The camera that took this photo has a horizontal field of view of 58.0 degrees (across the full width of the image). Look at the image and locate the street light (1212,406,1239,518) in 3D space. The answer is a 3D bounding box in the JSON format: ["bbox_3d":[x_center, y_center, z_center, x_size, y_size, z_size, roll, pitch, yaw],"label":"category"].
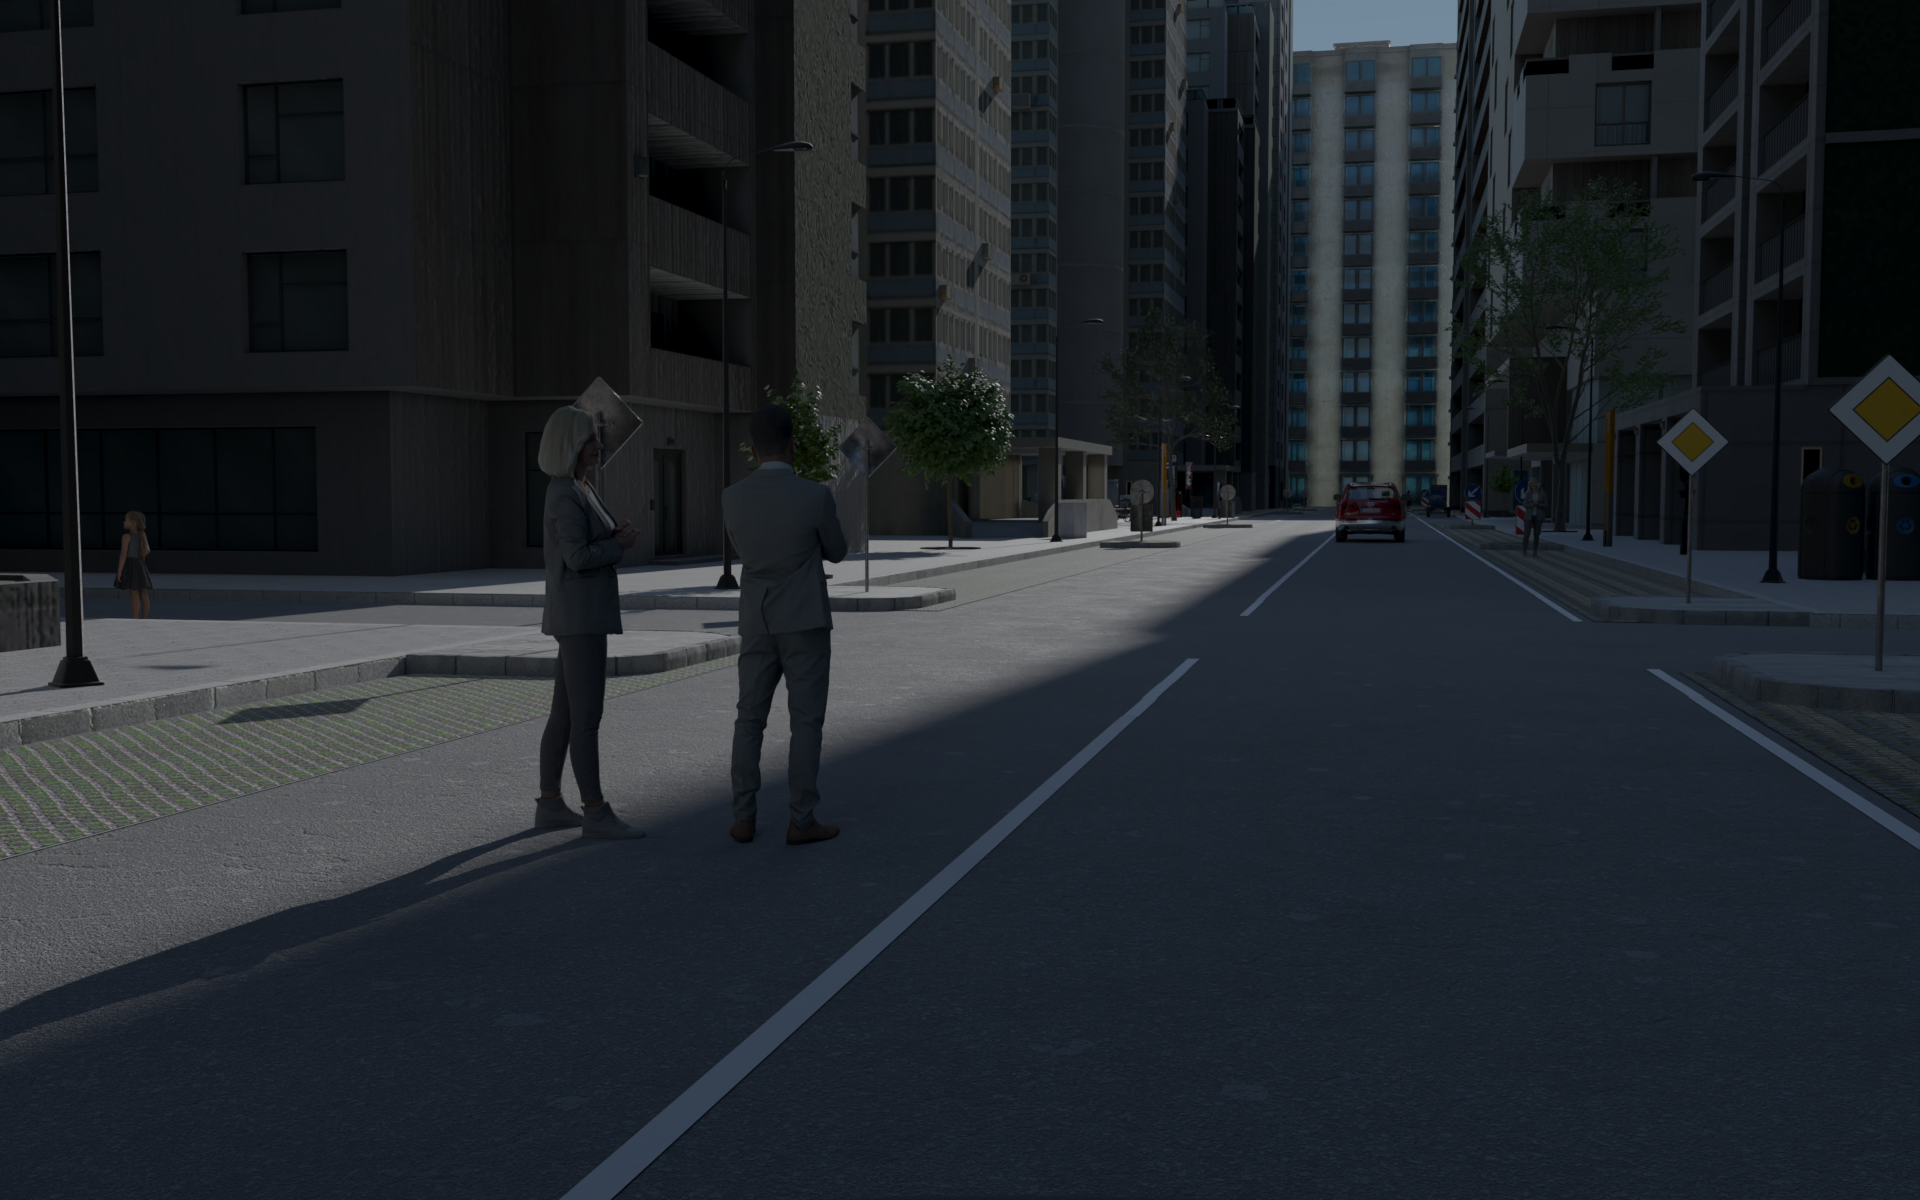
[{"bbox_3d":[14.017,-7.275,91.487,1.470,5.913,1.316,1,4,14],"label":"street light"}]

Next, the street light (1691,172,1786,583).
[{"bbox_3d":[11.230,-3.209,25.008,1.470,5.913,1.316,1,4,14],"label":"street light"}]

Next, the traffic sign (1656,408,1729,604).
[{"bbox_3d":[8.542,-1.016,20.257,0.795,2.450,0.064,1,4,14],"label":"traffic sign"}]

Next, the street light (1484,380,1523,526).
[{"bbox_3d":[22.212,-5.978,70.276,1.470,5.913,1.316,1,4,14],"label":"street light"}]

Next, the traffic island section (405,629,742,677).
[{"bbox_3d":[-3.123,0.449,14.942,2.009,0.180,2.903,1,4,14],"label":"traffic island section"}]

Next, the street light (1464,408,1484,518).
[{"bbox_3d":[27.732,-7.362,92.903,1.470,5.913,1.316,1,4,14],"label":"street light"}]

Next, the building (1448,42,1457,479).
[{"bbox_3d":[54.113,-30.270,149.540,22.147,44.769,28.867,1,4,14],"label":"building"}]

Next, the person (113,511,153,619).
[{"bbox_3d":[-8.781,-0.317,18.359,0.373,1.253,0.362,1,4,17],"label":"person"}]

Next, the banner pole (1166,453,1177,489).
[{"bbox_3d":[11.112,-6.226,91.812,0.863,3.779,0.401,1,4,16],"label":"banner pole"}]

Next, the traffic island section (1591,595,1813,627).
[{"bbox_3d":[8.566,0.119,20.328,2.009,0.180,2.903,1,4,14],"label":"traffic island section"}]

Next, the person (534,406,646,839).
[{"bbox_3d":[-1.564,0.079,7.394,0.526,1.800,0.537,0,4,3],"label":"person"}]

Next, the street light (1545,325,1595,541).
[{"bbox_3d":[16.761,-4.593,47.632,1.470,5.913,1.316,1,4,14],"label":"street light"}]

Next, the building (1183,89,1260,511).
[{"bbox_3d":[14.420,-21.787,127.915,14.160,30.474,14.107,1,4,14],"label":"building"}]

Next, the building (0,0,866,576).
[{"bbox_3d":[-10.507,-15.955,32.571,14.160,30.474,14.107,1,4,14],"label":"building"}]

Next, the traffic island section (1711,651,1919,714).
[{"bbox_3d":[6.684,0.594,12.568,2.009,0.180,2.903,1,4,14],"label":"traffic island section"}]

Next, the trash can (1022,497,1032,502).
[{"bbox_3d":[3.026,-4.274,81.526,0.748,1.137,0.748,0,3,0],"label":"trash can"}]

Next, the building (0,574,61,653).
[{"bbox_3d":[-21.296,-28.459,7.304,28.212,58.520,21.231,1,4,14],"label":"building"}]

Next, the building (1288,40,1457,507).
[{"bbox_3d":[42.823,-34.661,186.311,30.456,49.044,23.786,1,4,14],"label":"building"}]

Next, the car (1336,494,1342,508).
[{"bbox_3d":[33.847,-8.703,151.335,2.155,1.783,4.494,1,4,14],"label":"car"}]

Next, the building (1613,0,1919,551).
[{"bbox_3d":[27.755,-36.759,39.265,20.563,71.187,20.611,1,4,14],"label":"building"}]

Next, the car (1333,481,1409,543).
[{"bbox_3d":[12.539,-2.704,52.890,2.281,1.827,5.304,1,4,14],"label":"car"}]

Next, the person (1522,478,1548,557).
[{"bbox_3d":[12.961,-1.856,39.022,0.537,1.800,0.526,1,4,21],"label":"person"}]

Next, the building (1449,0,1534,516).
[{"bbox_3d":[47.174,-30.662,125.018,21.300,48.544,21.600,1,4,14],"label":"building"}]

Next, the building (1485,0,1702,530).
[{"bbox_3d":[36.800,-29.510,71.734,28.713,52.752,27.495,1,4,14],"label":"building"}]

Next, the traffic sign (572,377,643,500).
[{"bbox_3d":[-3.098,-0.687,14.874,0.795,2.450,0.064,1,4,14],"label":"traffic sign"}]

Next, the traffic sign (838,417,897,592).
[{"bbox_3d":[-1.216,-1.162,22.635,0.795,2.450,0.064,1,4,14],"label":"traffic sign"}]

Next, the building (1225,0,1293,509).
[{"bbox_3d":[19.964,-44.201,160.943,20.611,71.187,20.563,1,4,14],"label":"building"}]

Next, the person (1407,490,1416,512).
[{"bbox_3d":[35.693,-7.843,137.517,0.721,1.735,1.217,-2,4,-31],"label":"person"}]

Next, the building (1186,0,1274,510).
[{"bbox_3d":[17.847,-27.990,141.235,14.154,41.232,14.086,1,4,14],"label":"building"}]

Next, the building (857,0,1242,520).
[{"bbox_3d":[1.501,-25.645,111.175,32.217,40.220,23.993,1,4,14],"label":"building"}]

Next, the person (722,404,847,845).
[{"bbox_3d":[-0.726,0.089,7.229,0.511,1.800,0.466,0,4,3],"label":"person"}]

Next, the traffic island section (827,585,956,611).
[{"bbox_3d":[-1.241,-0.026,22.703,2.009,0.180,2.903,1,4,14],"label":"traffic island section"}]

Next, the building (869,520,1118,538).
[{"bbox_3d":[-11.424,-22.532,60.274,32.217,40.220,23.993,1,4,14],"label":"building"}]

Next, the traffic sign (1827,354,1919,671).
[{"bbox_3d":[6.660,-0.541,12.496,0.795,2.450,0.064,1,4,14],"label":"traffic sign"}]

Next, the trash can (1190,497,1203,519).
[{"bbox_3d":[12.333,-4.809,90.281,0.748,1.137,0.748,0,3,0],"label":"trash can"}]

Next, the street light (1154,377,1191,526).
[{"bbox_3d":[8.452,-5.892,68.871,1.470,5.913,1.316,1,4,14],"label":"street light"}]
